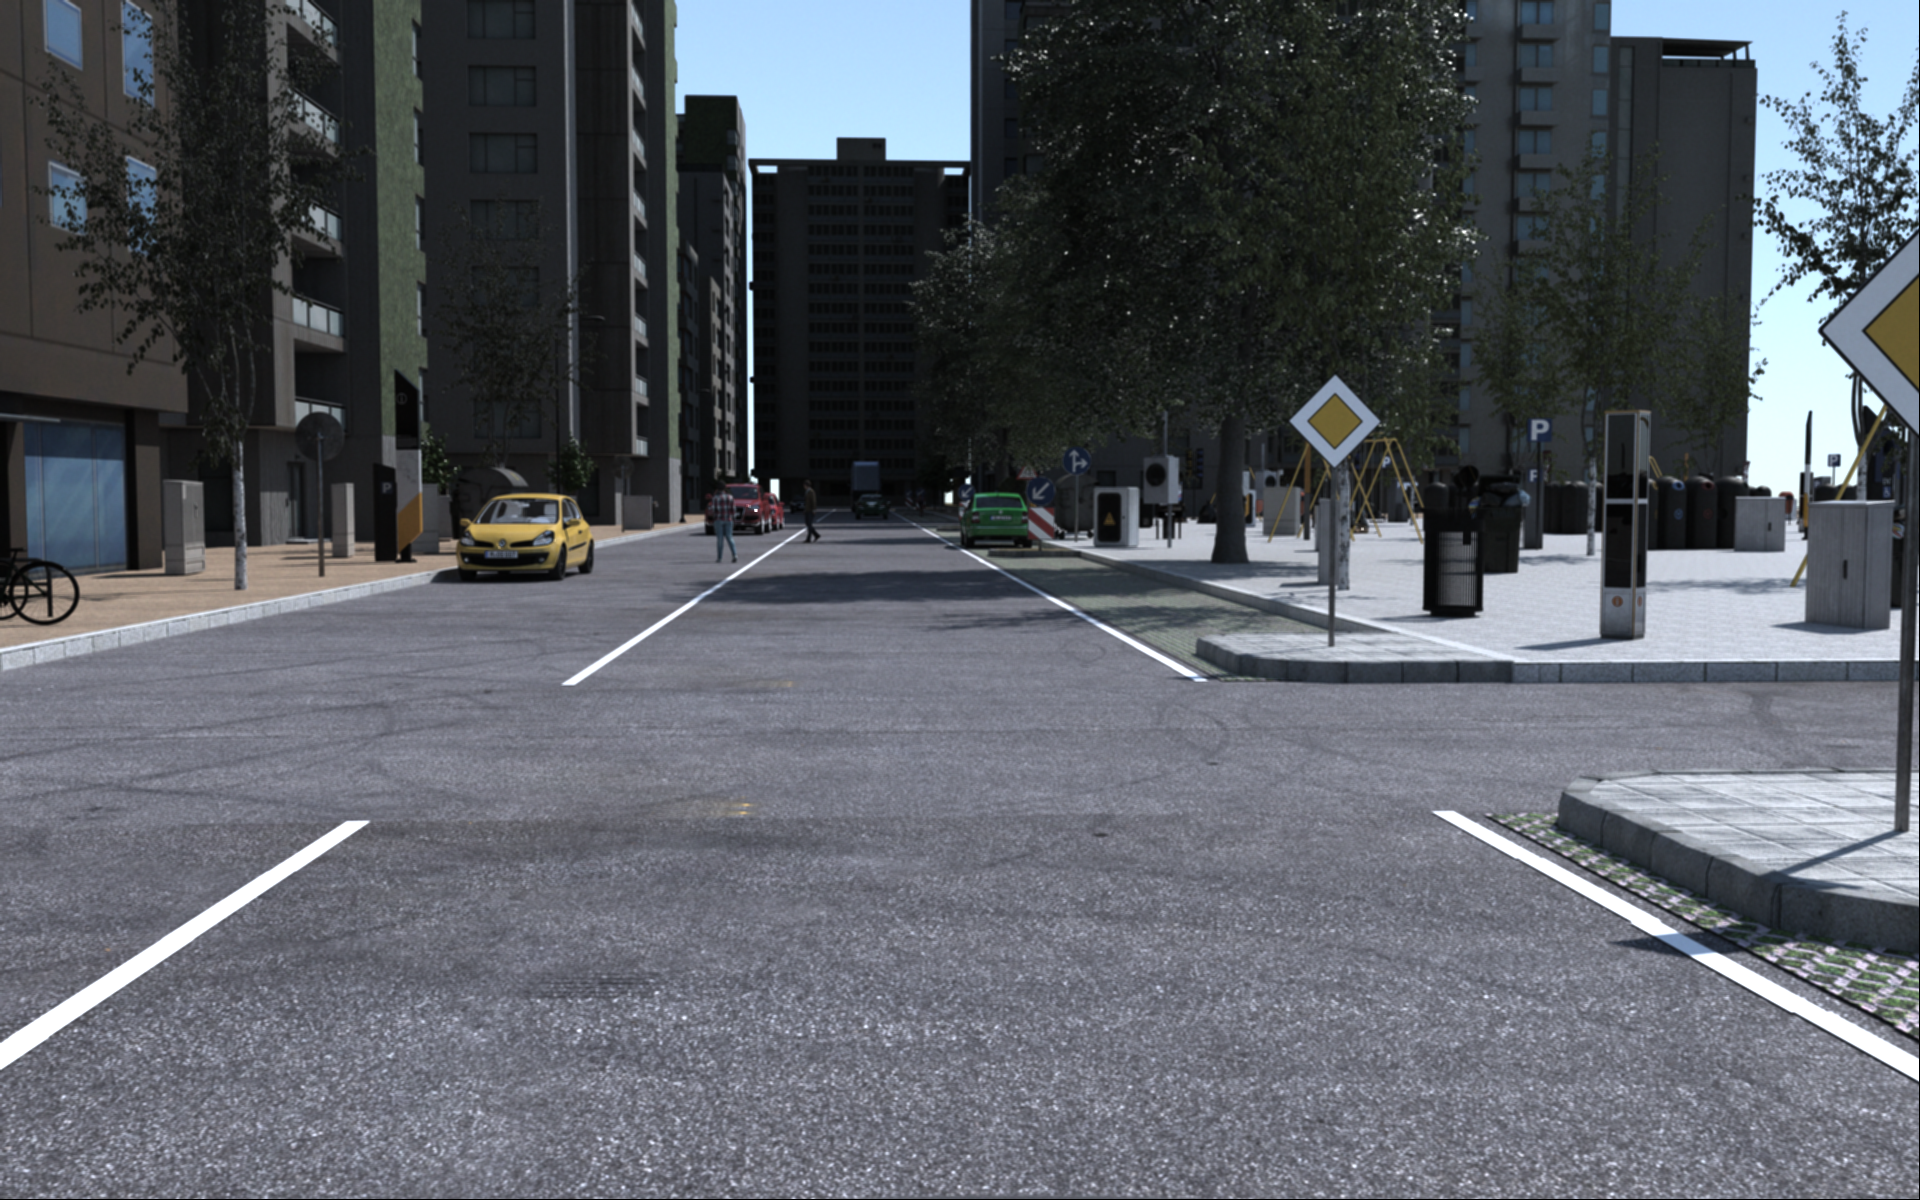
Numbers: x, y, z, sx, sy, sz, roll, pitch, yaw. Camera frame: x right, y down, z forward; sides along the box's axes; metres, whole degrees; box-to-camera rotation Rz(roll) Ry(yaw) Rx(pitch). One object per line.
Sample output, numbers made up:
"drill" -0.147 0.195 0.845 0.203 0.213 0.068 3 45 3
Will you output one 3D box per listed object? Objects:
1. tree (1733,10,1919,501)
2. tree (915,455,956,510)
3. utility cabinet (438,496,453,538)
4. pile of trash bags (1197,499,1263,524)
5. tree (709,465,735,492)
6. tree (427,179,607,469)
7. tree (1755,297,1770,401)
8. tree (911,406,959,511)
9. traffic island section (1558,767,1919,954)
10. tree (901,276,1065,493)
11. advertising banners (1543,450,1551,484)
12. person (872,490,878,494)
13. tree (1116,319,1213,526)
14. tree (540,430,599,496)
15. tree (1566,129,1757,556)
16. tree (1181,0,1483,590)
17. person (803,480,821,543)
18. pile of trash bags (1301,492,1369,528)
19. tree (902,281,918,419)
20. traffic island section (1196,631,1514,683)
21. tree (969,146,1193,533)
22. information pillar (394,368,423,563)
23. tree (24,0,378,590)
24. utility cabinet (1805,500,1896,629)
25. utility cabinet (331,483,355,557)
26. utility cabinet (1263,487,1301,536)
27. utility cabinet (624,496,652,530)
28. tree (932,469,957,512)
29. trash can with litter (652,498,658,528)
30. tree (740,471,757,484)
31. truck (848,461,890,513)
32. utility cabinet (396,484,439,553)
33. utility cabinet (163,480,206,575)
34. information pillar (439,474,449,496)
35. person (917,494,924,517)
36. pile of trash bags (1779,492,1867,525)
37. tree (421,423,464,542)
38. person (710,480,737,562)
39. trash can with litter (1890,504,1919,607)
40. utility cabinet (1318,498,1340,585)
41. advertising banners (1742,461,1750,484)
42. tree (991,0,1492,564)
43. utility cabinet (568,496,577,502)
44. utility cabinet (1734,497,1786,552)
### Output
"tree" 14.366 -4.682 26.908 4.360 8.622 3.978 0 3 0
"tree" -1.936 -9.431 137.906 4.285 4.588 4.351 0 3 0
"utility cabinet" -15.069 -2.415 50.649 1.020 1.237 0.306 -1 4 -23
"pile of trash bags" 12.084 -4.045 75.881 3.447 1.369 1.912 -3 5 -40
"tree" -15.709 -7.277 113.583 1.663 3.219 1.824 0 3 0
"tree" -10.893 -5.582 41.636 4.360 8.622 3.978 0 3 0
"tree" 26.290 -6.751 60.742 4.737 8.622 4.395 0 3 0
"tree" -1.539 -11.047 130.984 4.737 8.622 4.395 0 3 0
"traffic island section" 3.610 0.958 6.617 2.009 0.180 2.903 0 4 -3
"tree" 2.015 -11.036 90.815 12.009 13.543 11.850 0 3 0
"advertising banners" 23.811 -4.447 68.904 0.090 3.025 2.074 -1 4 -18
"person" -5.902 -6.903 122.171 0.445 1.727 0.742 1 4 17
"tree" 7.927 -7.253 68.947 4.360 8.622 3.978 0 3 0
"tree" -11.814 -3.520 52.145 1.663 3.219 1.824 0 3 0
"tree" 13.423 -5.233 35.924 4.737 8.622 4.395 0 3 0
"tree" 5.040 -4.426 22.735 4.737 8.622 4.395 0 3 0
"person" -4.452 -2.629 51.393 0.656 1.842 0.836 2 4 34
"pile of trash bags" 14.011 -3.463 66.364 1.912 1.369 3.447 -3 4 -38
"tree" 2.117 -10.540 78.992 9.857 13.997 8.962 0 3 0
"traffic island section" 3.145 0.470 14.589 2.009 0.180 2.903 0 4 -3
"tree" 3.970 -8.455 56.371 7.486 12.596 7.792 0 3 0
"information pillar" -10.313 -2.508 32.366 0.504 3.616 0.183 1 4 13
"tree" -9.862 -4.436 22.885 4.360 8.622 3.978 0 3 0
"utility cabinet" 8.669 -0.352 16.918 0.306 1.237 1.020 0 4 -3
"utility cabinet" -12.577 -1.627 35.278 0.318 1.500 1.173 -1 4 -13
"utility cabinet" 9.881 -2.719 53.140 1.173 1.500 0.318 3 5 45
"utility cabinet" -11.609 -3.126 62.274 1.020 1.237 0.306 0 4 -2
"tree" -0.972 -7.989 125.218 1.663 3.219 1.824 0 3 0
"trash can with litter" -11.634 -3.244 64.432 0.624 1.170 1.055 0 4 3
"tree" -17.542 -9.008 141.875 1.663 3.219 1.824 0 3 0
"truck" -7.212 -9.004 136.967 2.967 4.110 18.799 0 4 -5
"utility cabinet" -11.842 -1.747 37.237 1.173 1.500 0.318 -2 4 -29
"utility cabinet" -12.382 -1.162 27.681 0.318 1.500 1.173 -1 4 -9
"information pillar" -18.496 -3.525 62.120 0.304 2.012 0.304 0 4 -4
"person" -2.438 -5.913 108.415 0.421 1.427 0.697 1 4 13
"pile of trash bags" 36.017 -3.861 72.887 3.447 1.369 1.912 -1 4 -11
"tree" -14.258 -3.203 46.974 1.663 3.219 1.824 0 3 0
"person" -4.976 -1.657 36.428 0.563 1.720 0.643 -2 4 -27
"trash can with litter" 10.455 -0.520 19.897 0.624 1.170 1.055 -2 4 -29
"utility cabinet" 5.311 -0.837 24.847 0.306 1.237 1.020 1 4 13
"advertising banners" 40.776 -5.810 91.189 2.074 3.025 0.090 -1 4 -20
"tree" 5.118 -7.660 31.890 9.857 13.997 8.962 0 3 0
"utility cabinet" -10.915 -2.266 48.219 0.306 1.237 1.020 -1 4 -23
"utility cabinet" 17.946 -1.694 38.860 1.020 1.237 0.306 1 4 20
